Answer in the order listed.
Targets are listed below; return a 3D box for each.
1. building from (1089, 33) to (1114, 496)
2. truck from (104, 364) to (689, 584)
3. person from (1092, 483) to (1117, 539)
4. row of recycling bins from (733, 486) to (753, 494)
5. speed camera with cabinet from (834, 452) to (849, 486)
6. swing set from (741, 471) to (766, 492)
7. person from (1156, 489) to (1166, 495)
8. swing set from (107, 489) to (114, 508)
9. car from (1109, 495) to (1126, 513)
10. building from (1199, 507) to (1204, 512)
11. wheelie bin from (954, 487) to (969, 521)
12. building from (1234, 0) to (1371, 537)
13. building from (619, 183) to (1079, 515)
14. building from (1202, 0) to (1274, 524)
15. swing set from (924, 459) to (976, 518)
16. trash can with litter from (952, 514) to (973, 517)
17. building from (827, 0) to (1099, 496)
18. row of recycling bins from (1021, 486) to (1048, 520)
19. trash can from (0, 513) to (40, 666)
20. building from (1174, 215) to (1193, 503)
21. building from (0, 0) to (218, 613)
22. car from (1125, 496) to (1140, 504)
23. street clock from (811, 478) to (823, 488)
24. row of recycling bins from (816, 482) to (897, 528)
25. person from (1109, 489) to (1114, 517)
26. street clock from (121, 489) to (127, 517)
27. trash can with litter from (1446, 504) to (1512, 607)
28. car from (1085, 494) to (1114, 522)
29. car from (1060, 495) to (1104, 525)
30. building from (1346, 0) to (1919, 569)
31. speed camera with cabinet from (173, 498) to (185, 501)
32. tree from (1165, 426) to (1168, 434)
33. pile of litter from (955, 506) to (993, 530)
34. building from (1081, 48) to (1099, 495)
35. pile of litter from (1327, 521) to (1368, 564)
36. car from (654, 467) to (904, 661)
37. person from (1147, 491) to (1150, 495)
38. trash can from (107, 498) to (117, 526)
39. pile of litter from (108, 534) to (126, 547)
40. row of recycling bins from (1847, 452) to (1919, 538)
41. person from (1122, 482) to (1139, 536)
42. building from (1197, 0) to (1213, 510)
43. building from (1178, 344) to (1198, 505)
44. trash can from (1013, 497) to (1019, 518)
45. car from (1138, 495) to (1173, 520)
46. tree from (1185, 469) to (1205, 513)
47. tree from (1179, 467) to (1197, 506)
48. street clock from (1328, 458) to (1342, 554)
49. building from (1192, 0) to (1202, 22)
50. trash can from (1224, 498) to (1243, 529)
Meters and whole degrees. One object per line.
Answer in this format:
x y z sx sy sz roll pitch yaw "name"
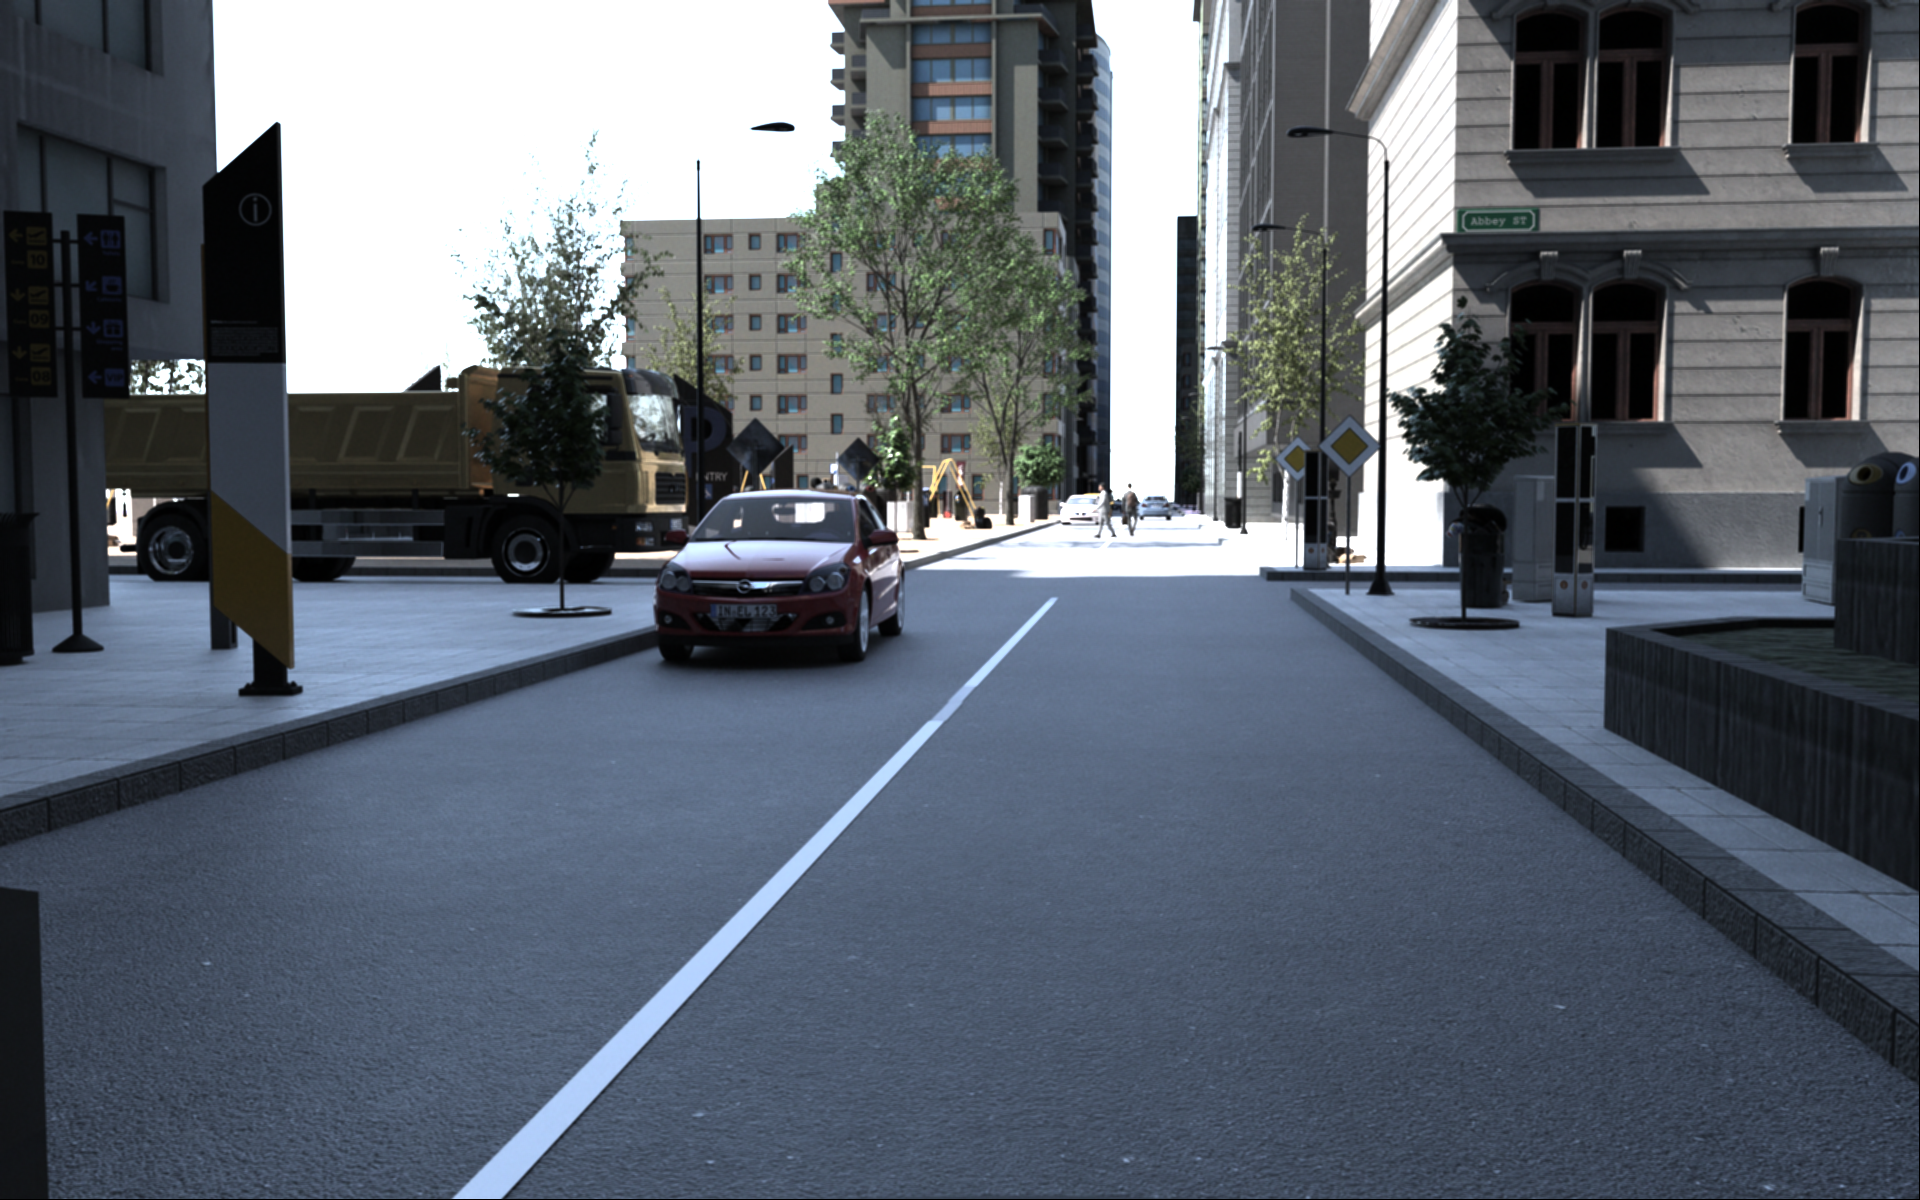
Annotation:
8.227 -41.324 217.639 21.231 58.520 28.212 0 4 6 "building"
-8.426 -1.922 27.352 9.791 3.379 3.469 0 4 8 "truck"
4.655 -2.875 55.783 0.850 1.792 0.678 1 4 11 "person"
-11.785 -4.844 86.311 3.534 1.692 1.069 0 4 0 "row of recycling bins"
-5.373 -5.319 81.298 0.660 3.252 2.038 -1 4 -19 "speed camera with cabinet"
-13.940 -6.615 105.783 3.119 2.851 2.862 -2 4 -31 "swing set"
12.421 -5.991 107.251 0.742 1.727 0.445 1 4 17 "person"
-26.756 -3.686 57.893 2.862 2.851 3.119 1 4 14 "swing set"
11.798 -7.374 133.142 1.945 1.354 3.894 0 4 8 "car"
28.190 -42.078 126.222 20.563 71.187 20.611 0 4 6 "building"
0.098 -4.543 82.192 0.693 1.594 0.980 1 4 11 "wheelie bin"
17.588 -16.414 61.871 14.314 27.812 24.014 0 4 6 "building"
-6.080 -16.952 122.208 27.650 21.520 28.899 0 4 6 "building"
18.491 -19.036 88.738 11.434 29.767 29.804 0 4 6 "building"
-0.523 -4.961 78.725 2.862 2.851 3.119 0 4 -5 "swing set"
0.010 -5.293 97.598 1.678 1.210 2.233 2 4 32 "trash can with litter"
0.661 -30.332 150.547 22.147 44.769 28.867 0 4 6 "building"
3.709 -4.891 87.088 1.069 1.692 3.534 0 4 -7 "row of recycling bins"
-7.336 -0.085 13.046 0.748 1.137 0.748 0 3 0 "trash can"
38.739 -34.943 254.916 14.154 41.232 14.086 0 4 6 "building"
-16.100 -20.345 16.239 14.086 41.232 14.154 0 4 6 "building"
24.294 -14.173 244.090 2.083 1.381 4.827 0 4 8 "car"
-6.435 -4.454 77.390 0.358 2.002 0.471 3 4 38 "street clock"
-3.785 -3.392 62.565 3.534 1.692 1.069 -3 5 -42 "row of recycling bins"
9.580 -6.071 108.556 0.721 1.735 1.217 0 4 6 "person"
-46.185 -5.575 95.720 0.471 2.002 0.358 -3 5 -41 "street clock"
5.971 -0.517 19.841 0.624 1.170 1.055 2 4 26 "trash can with litter"
6.996 -4.879 89.994 2.015 1.641 3.980 0 4 5 "car"
5.769 -4.203 81.088 2.083 1.381 4.827 0 4 7 "car"
20.204 -15.107 34.394 23.554 28.519 14.401 0 4 6 "building"
-29.863 -4.463 67.302 2.038 3.252 0.660 1 4 21 "speed camera with cabinet"
15.711 -9.887 112.017 4.737 8.622 4.395 0 3 0 "tree"
0.493 -3.016 63.284 1.719 0.858 1.176 -2 4 -33 "pile of litter"
6.014 -31.906 171.777 14.600 45.320 14.200 0 4 6 "building"
7.073 -1.126 32.369 1.176 0.858 1.719 2 4 32 "pile of litter"
-1.591 -0.441 16.247 2.155 1.783 4.494 0 4 5 "car"
20.795 -11.071 190.237 0.721 1.736 1.217 2 4 23 "person"
-34.661 -3.595 70.435 0.748 1.137 0.748 0 3 0 "trash can"
-21.082 -1.737 42.361 1.176 0.858 1.719 1 4 20 "pile of litter"
9.118 -0.533 15.832 1.069 1.692 3.534 0 4 6 "row of recycling bins"
5.800 -3.091 58.999 0.622 1.834 0.822 1 4 20 "person"
26.991 -28.202 144.695 14.154 41.232 14.086 0 4 6 "building"
40.935 -22.465 212.340 27.650 21.520 28.899 0 4 6 "building"
2.856 -4.917 92.049 0.748 1.137 0.748 0 3 0 "trash can"
10.793 -5.125 95.791 2.014 1.417 4.499 0 4 6 "car"
16.034 -7.487 117.021 1.663 3.219 1.824 0 3 0 "tree"
25.903 -12.841 193.670 4.285 4.588 4.351 0 3 0 "tree"
7.373 -1.817 34.284 0.358 2.002 0.471 1 4 10 "street clock"
36.558 -35.163 164.152 28.713 52.752 27.495 0 4 6 "building"
10.051 -3.182 63.672 0.748 1.137 0.748 0 3 0 "trash can"
